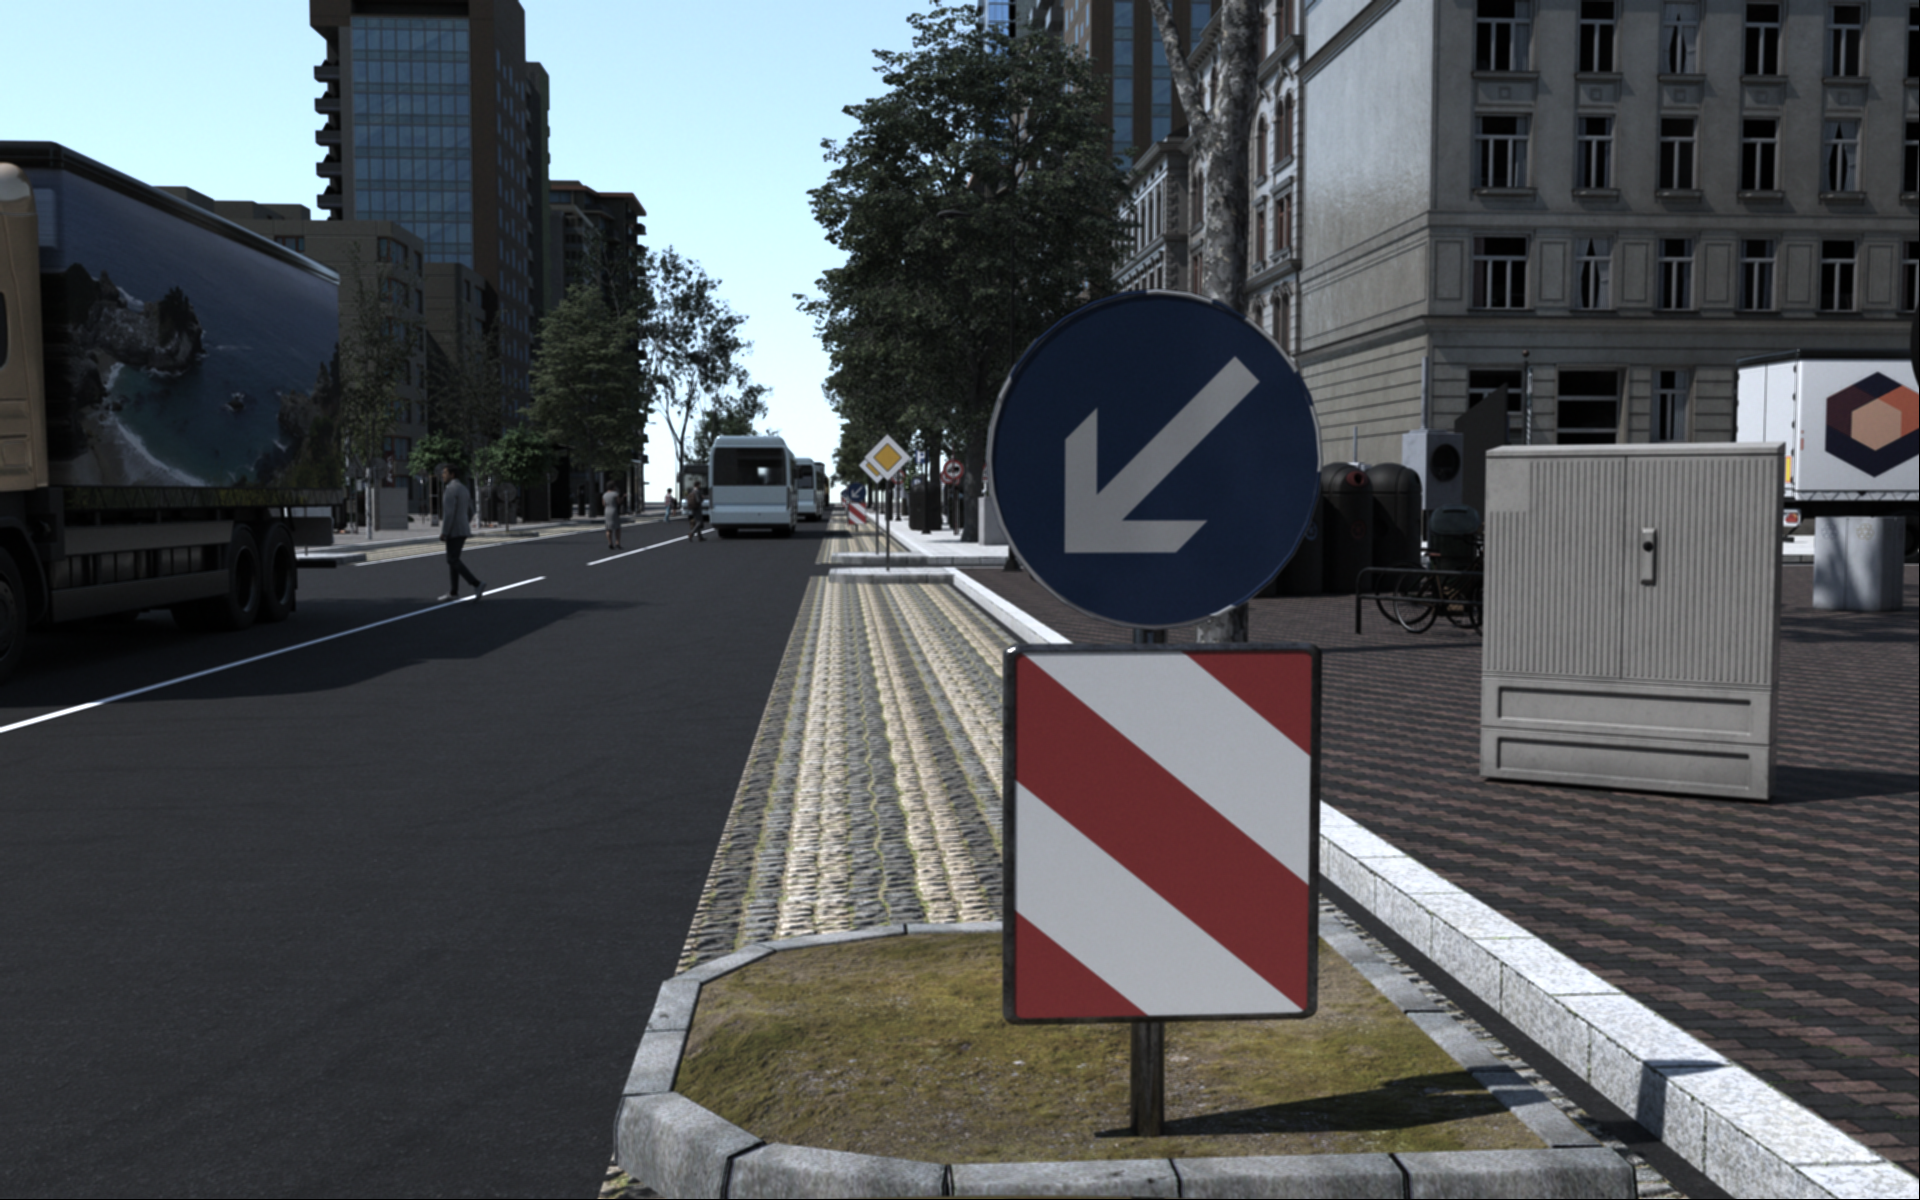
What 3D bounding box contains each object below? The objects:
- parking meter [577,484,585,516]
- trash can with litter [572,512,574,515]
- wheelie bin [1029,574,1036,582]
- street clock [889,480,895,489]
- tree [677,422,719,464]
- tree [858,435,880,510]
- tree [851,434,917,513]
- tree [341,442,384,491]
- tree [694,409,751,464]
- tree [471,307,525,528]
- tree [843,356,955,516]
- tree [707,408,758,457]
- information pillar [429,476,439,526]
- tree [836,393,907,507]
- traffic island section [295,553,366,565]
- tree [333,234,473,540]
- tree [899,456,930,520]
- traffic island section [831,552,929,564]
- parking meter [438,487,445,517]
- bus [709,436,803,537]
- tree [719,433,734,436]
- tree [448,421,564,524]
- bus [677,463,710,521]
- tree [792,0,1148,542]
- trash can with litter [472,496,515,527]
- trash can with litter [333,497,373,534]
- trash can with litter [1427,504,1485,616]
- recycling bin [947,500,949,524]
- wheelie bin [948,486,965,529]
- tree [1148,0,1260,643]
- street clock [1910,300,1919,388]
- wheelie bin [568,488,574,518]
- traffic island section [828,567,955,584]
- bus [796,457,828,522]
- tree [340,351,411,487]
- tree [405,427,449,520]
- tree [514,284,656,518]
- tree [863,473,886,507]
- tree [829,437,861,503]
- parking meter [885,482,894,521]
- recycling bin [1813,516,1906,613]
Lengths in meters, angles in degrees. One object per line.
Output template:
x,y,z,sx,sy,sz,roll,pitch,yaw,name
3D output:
-22.136,-5.841,101.214,0.399,1.863,0.255,-2,4,-34,parking meter
-23.353,-5.562,102.332,1.055,1.170,0.624,0,4,4,trash can with litter
1.392,-1.059,25.216,0.693,1.594,0.980,-1,4,-20,wheelie bin
-3.635,-5.250,90.412,0.358,2.002,0.471,3,5,41,street clock
-25.677,-13.530,171.575,4.737,8.622,4.395,0,3,0,tree
-6.544,-11.696,141.592,4.737,8.622,4.395,0,3,0,tree
-4.491,-10.040,114.517,4.360,8.622,3.978,0,3,0,tree
-35.612,-7.258,102.375,4.285,4.588,4.351,0,3,0,tree
-29.044,-17.472,211.428,9.928,11.665,9.643,0,3,0,tree
-18.078,-6.973,64.365,4.360,8.622,3.978,0,3,0,tree
-3.432,-10.765,101.756,9.928,11.665,9.643,0,3,0,tree
-29.585,-18.988,228.574,7.486,12.596,7.792,0,3,0,tree
-20.881,-3.932,68.776,0.304,2.012,0.304,-2,4,-25,information pillar
-8.529,-15.446,170.664,7.486,12.596,7.792,0,3,0,tree
-13.599,-0.838,35.979,2.009,0.180,2.903,0,4,-4,traffic island section
-16.883,-6.011,48.644,4.360,8.622,3.978,0,3,0,tree
-2.360,-5.667,87.255,1.663,3.219,1.824,0,3,0,tree
-1.736,-0.888,36.802,2.009,0.180,2.903,0,4,-4,traffic island section
-28.320,-5.435,94.576,0.399,1.863,0.255,-3,4,-38,parking meter
-7.122,-4.057,61.188,2.948,3.499,13.247,0,4,-4,bus
-27.767,-15.593,205.302,4.360,8.622,3.978,0,3,0,tree
-19.026,-5.624,75.662,4.285,4.588,4.351,0,3,0,tree
-13.342,-6.127,95.043,2.948,3.499,13.247,0,4,-2,bus
0.461,-8.513,45.837,9.857,13.997,8.962,0,3,0,tree
-18.393,-3.445,67.386,1.678,1.210,2.233,-2,4,-31,trash can with litter
-20.189,-2.787,56.624,1.678,1.210,2.233,-2,4,-25,trash can with litter
5.342,-0.440,18.584,0.624,1.170,1.055,1,4,18,trash can with litter
-0.096,-3.733,73.595,0.722,1.027,0.722,-1,4,-23,recycling bin
-0.078,-3.462,64.508,0.693,1.594,0.980,-1,4,-21,wheelie bin
3.289,-9.675,14.082,12.611,20.169,13.585,0,3,0,tree
3.273,-0.060,5.546,0.471,2.002,0.358,-2,4,-26,street clock
-21.200,-5.220,93.253,0.980,1.594,0.693,-3,5,-40,wheelie bin
-1.179,-0.401,28.836,2.009,0.180,2.903,0,4,-4,traffic island section
-8.799,-6.031,93.467,2.948,3.499,13.247,0,4,-3,bus
-30.031,-8.423,88.080,4.737,8.622,4.395,0,3,0,tree
-25.428,-6.187,84.875,4.285,4.588,4.351,0,3,0,tree
-20.363,-10.772,94.256,7.486,12.596,7.792,0,3,0,tree
-8.310,-11.852,177.486,4.285,4.588,4.351,0,3,0,tree
-14.782,-20.597,253.769,9.611,12.733,9.660,0,3,0,tree
-3.420,-4.778,83.828,0.399,1.863,0.255,0,4,1,parking meter
9.956,-0.405,19.183,0.722,1.027,0.722,-3,5,-43,recycling bin
